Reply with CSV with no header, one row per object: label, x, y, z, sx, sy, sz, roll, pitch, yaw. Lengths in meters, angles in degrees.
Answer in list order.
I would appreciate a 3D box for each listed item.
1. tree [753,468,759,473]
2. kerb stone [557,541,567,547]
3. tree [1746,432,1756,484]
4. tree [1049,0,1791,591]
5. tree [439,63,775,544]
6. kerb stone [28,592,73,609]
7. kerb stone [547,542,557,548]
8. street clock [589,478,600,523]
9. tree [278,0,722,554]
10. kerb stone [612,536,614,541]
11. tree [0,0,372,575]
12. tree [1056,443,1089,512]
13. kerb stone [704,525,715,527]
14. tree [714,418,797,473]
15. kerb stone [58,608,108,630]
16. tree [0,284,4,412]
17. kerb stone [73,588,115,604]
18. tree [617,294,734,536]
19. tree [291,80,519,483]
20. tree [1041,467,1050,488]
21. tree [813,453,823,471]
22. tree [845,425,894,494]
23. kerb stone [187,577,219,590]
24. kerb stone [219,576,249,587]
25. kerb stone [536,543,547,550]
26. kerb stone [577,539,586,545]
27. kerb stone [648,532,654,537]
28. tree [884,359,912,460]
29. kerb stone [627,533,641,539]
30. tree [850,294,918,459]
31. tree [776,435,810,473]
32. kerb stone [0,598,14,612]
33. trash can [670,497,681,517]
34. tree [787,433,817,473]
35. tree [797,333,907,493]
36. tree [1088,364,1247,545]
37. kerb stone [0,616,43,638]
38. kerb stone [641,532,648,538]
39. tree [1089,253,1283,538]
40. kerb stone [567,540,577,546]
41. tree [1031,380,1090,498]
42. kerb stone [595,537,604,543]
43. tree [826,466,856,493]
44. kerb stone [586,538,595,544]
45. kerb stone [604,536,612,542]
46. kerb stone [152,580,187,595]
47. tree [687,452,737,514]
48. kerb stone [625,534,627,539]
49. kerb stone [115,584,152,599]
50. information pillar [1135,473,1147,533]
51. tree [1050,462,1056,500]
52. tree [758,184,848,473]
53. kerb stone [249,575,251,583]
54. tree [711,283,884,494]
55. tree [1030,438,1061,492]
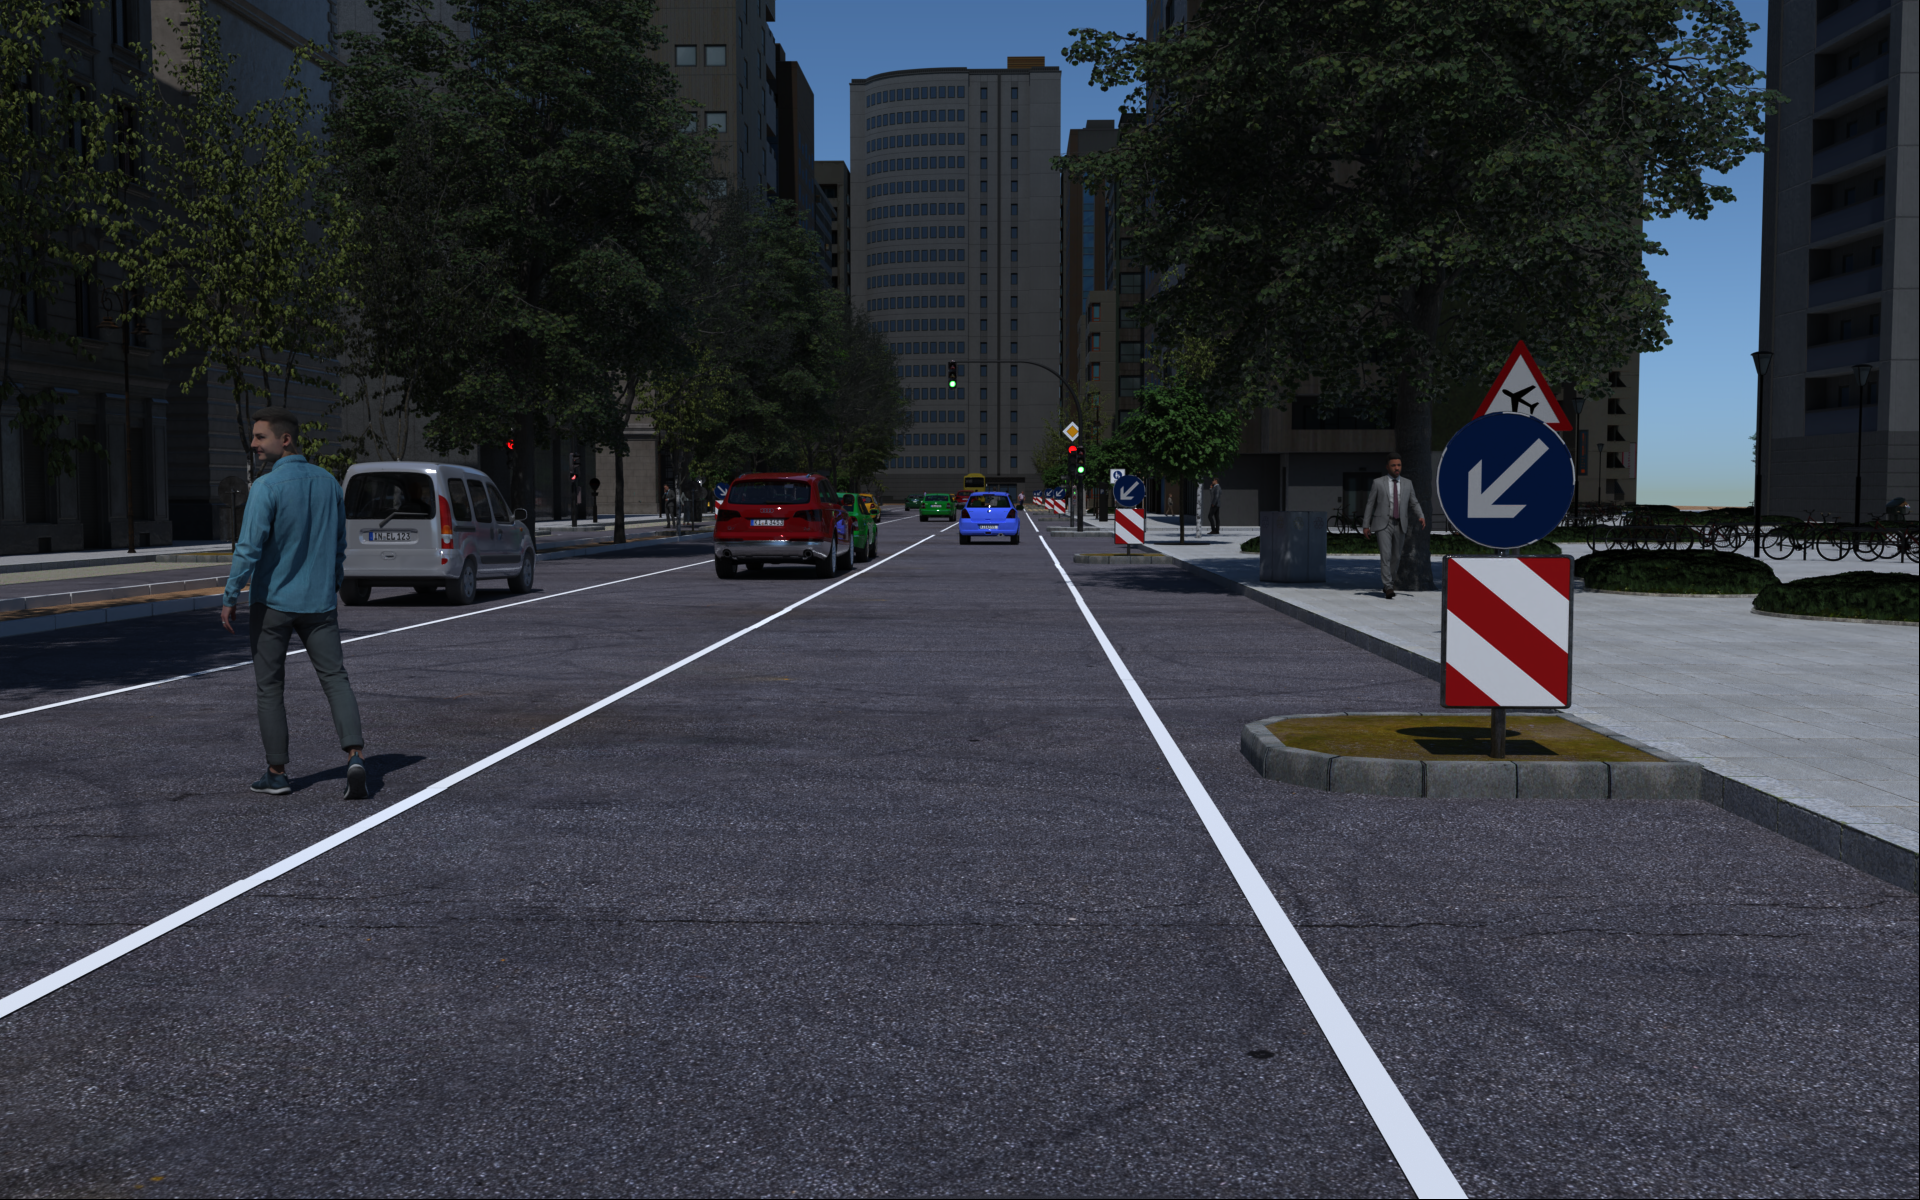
tree,-15.291,-8.258,129.621,1.663,3.219,1.824,0,3,0
kerb stone,-10.803,-1.486,46.509,0.120,0.150,1.000,0,4,2
tree,62.707,-9.891,124.629,11.467,7.101,20.602,0,4,2
tree,5.939,-7.109,22.890,9.857,13.997,8.962,0,3,0
tree,-9.712,-8.331,49.032,12.009,13.543,11.850,0,3,0
kerb stone,-11.583,0.018,21.899,0.120,0.150,1.000,0,4,2
kerb stone,-10.839,-1.423,45.485,0.120,0.150,1.000,0,4,2
street clock,-16.358,-4.467,77.609,0.471,2.002,0.358,-1,4,-14
tree,-9.706,-7.883,38.000,9.857,13.997,8.962,0,3,0
kerb stone,-10.599,-1.864,52.665,0.120,0.150,1.000,0,4,2
tree,-10.448,-4.434,25.320,4.737,8.622,4.395,0,3,0
tree,7.713,-6.241,85.757,4.285,4.588,4.351,0,3,0
kerb stone,-10.071,-2.896,69.543,0.120,0.150,1.000,0,4,2
tree,-16.250,-12.335,136.083,7.601,10.594,8.767,0,4,0
kerb stone,-9.580,0.212,18.764,0.120,0.150,1.000,0,4,2
tree,-10.431,-3.978,17.856,4.737,8.622,4.395,0,3,0
kerb stone,-11.543,-0.045,22.925,0.120,0.150,1.000,0,4,2
tree,-9.411,-6.411,57.633,4.737,8.622,4.395,0,3,0
tree,-10.062,-4.780,30.976,4.360,8.622,3.978,0,3,0
tree,8.483,-8.614,124.554,4.285,4.588,4.351,0,3,0
tree,-14.568,-13.132,165.075,4.360,8.622,3.978,0,3,0
tree,-7.022,-10.969,132.157,4.737,8.622,4.395,0,3,0
kerb stone,-11.451,-0.229,25.999,0.120,0.150,1.000,0,4,2
kerb stone,-11.414,-0.295,27.025,0.120,0.150,1.000,0,4,2
kerb stone,-10.869,-1.357,44.459,0.120,0.150,1.000,0,4,2
kerb stone,-10.736,-1.611,48.560,0.120,0.150,1.000,0,4,2
kerb stone,-10.442,-2.176,57.780,0.120,0.150,1.000,0,4,2
tree,-7.274,-12.015,124.651,9.928,11.665,9.643,0,3,0
kerb stone,-10.517,-2.051,55.737,0.120,0.150,1.000,0,4,2
tree,-8.010,-11.041,93.351,12.009,13.543,11.850,0,3,0
tree,-14.651,-11.933,145.468,4.360,8.622,3.978,0,3,0
kerb stone,-11.618,0.081,20.878,0.120,0.150,1.000,0,4,2
trash can,-15.909,-5.215,96.915,0.748,1.137,0.748,0,3,0
tree,-14.326,-12.315,151.707,4.737,8.622,4.395,0,3,0
tree,-7.325,-11.942,115.830,7.486,12.596,7.792,0,3,0
tree,5.651,-3.689,44.028,4.285,4.588,4.351,0,3,0
kerb stone,-9.602,0.276,17.735,0.120,0.150,1.000,0,4,2
kerb stone,-10.480,-2.114,56.759,0.120,0.150,1.000,0,4,2
tree,7.075,-6.108,50.221,4.737,8.622,4.395,0,3,0
kerb stone,-10.765,-1.550,47.533,0.120,0.150,1.000,0,4,2
tree,7.519,-9.674,108.529,4.737,8.622,4.395,0,3,0
kerb stone,-10.671,-1.738,50.614,0.120,0.150,1.000,0,4,2
tree,-13.160,-12.749,192.159,4.285,4.588,4.351,0,3,0
kerb stone,-10.704,-1.675,49.589,0.120,0.150,1.000,0,4,2
kerb stone,-10.637,-1.800,51.636,0.120,0.150,1.000,0,4,2
kerb stone,-11.484,-0.170,24.977,0.120,0.150,1.000,0,4,2
tree,-16.207,-7.947,113.654,4.285,4.588,4.351,0,3,0
kerb stone,-10.567,-1.923,53.687,0.120,0.150,1.000,0,4,2
kerb stone,-11.523,-0.105,23.956,0.120,0.150,1.000,0,4,2
information pillar,6.026,-3.255,57.718,0.304,2.012,0.304,2,4,26
tree,7.813,-7.134,100.357,4.285,4.588,4.351,0,3,0
tree,-9.046,-9.970,72.116,9.857,13.997,8.962,0,3,0
kerb stone,-11.387,-0.350,28.051,0.120,0.150,1.000,0,4,2
tree,-8.952,-9.416,82.163,9.928,11.665,9.643,0,3,0
tree,11.114,-16.471,219.660,4.360,8.622,3.978,0,3,0
